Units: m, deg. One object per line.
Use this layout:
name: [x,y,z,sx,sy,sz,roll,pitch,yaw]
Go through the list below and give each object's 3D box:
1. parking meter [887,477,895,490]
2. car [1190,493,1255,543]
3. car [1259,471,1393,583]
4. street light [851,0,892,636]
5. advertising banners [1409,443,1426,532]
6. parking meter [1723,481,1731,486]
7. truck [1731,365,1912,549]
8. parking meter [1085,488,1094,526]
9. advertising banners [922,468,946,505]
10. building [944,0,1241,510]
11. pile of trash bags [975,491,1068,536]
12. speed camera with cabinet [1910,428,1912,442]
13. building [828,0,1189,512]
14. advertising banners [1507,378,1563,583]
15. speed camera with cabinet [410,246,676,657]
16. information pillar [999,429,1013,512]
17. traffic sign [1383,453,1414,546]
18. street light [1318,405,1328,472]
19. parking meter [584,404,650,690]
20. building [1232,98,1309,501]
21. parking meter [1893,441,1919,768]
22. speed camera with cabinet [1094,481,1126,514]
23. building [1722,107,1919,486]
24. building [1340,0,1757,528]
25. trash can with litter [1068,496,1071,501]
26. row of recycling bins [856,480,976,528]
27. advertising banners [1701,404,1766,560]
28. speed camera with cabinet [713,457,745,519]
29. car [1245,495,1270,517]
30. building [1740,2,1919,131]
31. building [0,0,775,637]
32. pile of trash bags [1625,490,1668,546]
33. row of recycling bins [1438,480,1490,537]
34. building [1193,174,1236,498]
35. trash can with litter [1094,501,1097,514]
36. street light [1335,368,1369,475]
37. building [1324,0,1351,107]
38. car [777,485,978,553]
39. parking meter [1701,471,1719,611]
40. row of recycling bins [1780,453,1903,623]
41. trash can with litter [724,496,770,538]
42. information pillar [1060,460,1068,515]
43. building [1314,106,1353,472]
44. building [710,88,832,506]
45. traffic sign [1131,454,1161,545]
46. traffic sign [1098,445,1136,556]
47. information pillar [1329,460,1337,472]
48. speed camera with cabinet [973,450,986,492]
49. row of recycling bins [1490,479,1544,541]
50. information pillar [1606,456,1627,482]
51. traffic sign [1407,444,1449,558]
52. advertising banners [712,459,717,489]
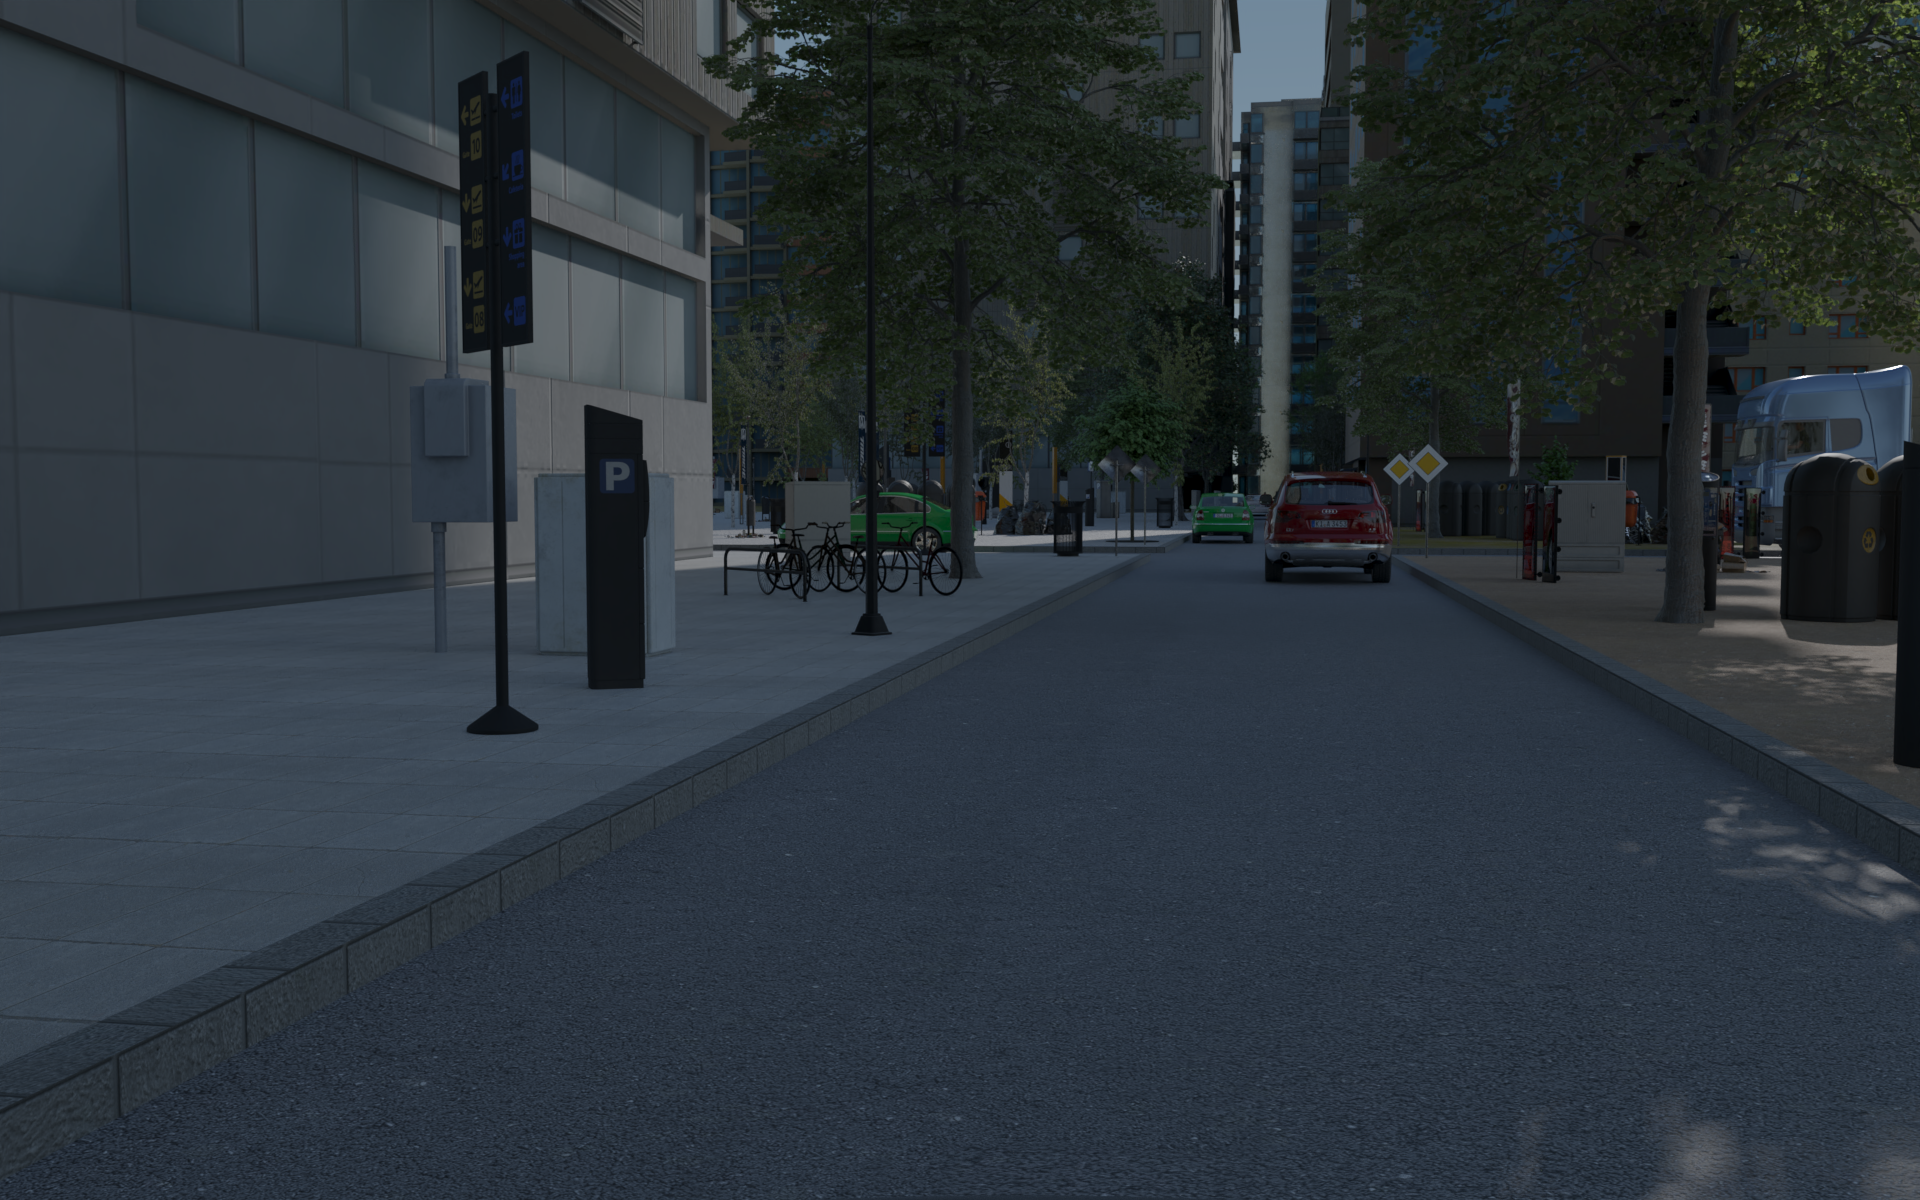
parking meter: [-2.458,-3.369,60.801,0.255,1.863,0.399,-2,4,-29]
car: [7.847,-2.627,51.746,1.959,1.807,4.718,1,4,8]
car: [6.266,-1.284,29.659,2.281,1.827,5.304,1,4,11]
street light: [-0.274,-2.630,15.535,1.470,5.913,1.316,1,4,10]
advertising banners: [15.689,-3.848,59.108,0.090,3.025,2.074,0,4,-6]
parking meter: [33.296,-4.244,75.108,0.399,1.863,0.255,-2,4,-33]
truck: [25.591,-2.848,36.318,18.799,4.110,2.967,1,4,9]
parking meter: [5.150,-3.694,68.814,0.372,1.533,0.369,0,3,0]
advertising banners: [-1.567,-7.375,116.768,2.074,3.025,0.090,-1,4,-8]
building: [14.808,-36.139,180.118,27.495,52.752,28.713,1,4,10]
pile of trash bags: [1.732,-2.736,54.485,3.447,1.369,1.912,-2,4,-32]
speed camera with cabinet: [29.033,-3.508,51.699,0.660,3.252,2.038,-1,4,-17]
building: [6.324,-33.269,133.188,28.713,52.752,27.495,1,4,10]
advertising banners: [8.507,-1.808,25.755,0.090,3.025,2.074,0,4,-3]
speed camera with cabinet: [-3.359,-1.200,13.964,2.038,3.252,0.660,1,4,12]
information pillar: [1.683,-4.375,62.887,0.504,3.616,0.183,0,4,1]
traffic sign: [10.745,-2.370,42.391,0.795,2.450,0.064,1,4,10]
street light: [19.190,-7.160,89.611,1.470,5.913,1.316,1,4,10]
parking meter: [-2.267,-0.352,11.467,0.399,1.863,0.255,-1,4,-18]
building: [47.796,-36.008,208.336,30.456,49.044,23.786,1,4,10]
parking meter: [4.630,0.016,8.157,0.372,1.533,0.369,0,3,0]
speed camera with cabinet: [9.827,-7.291,113.549,2.038,3.252,0.660,-1,4,-13]
building: [38.271,-15.549,99.267,27.650,21.520,28.899,1,4,10]
building: [23.459,-25.757,71.245,14.600,45.320,14.200,1,4,10]
trash can with litter: [7.060,-6.601,119.306,1.055,1.170,0.624,-2,4,-33]
row of recycling bins: [-1.289,-2.686,51.033,3.534,1.692,1.069,-1,4,-9]
advertising banners: [15.025,-2.307,33.900,2.074,3.025,0.090,-2,4,-26]
speed camera with cabinet: [-12.281,-5.922,91.161,2.038,3.252,0.660,2,4,30]
car: [16.918,-5.273,98.578,2.083,1.381,4.827,1,4,12]
building: [82.613,-33.685,170.356,30.456,49.044,23.786,1,4,10]
building: [-19.067,-26.656,25.060,27.495,52.752,28.713,1,4,10]
pile of trash bags: [17.617,-2.122,44.451,1.912,1.369,3.447,3,4,38]
row of recycling bins: [15.892,-2.828,53.345,3.534,1.692,1.069,-3,4,-37]
building: [17.154,-23.390,154.121,14.160,30.474,14.107,1,4,10]
trash can with litter: [8.260,-5.702,104.609,1.055,1.170,0.624,1,4,11]
street light: [14.374,-5.556,63.382,1.470,5.913,1.316,1,4,10]
building: [42.027,-32.040,147.563,21.300,48.544,21.600,1,4,10]
car: [-1.956,-1.957,40.788,4.718,1.807,1.959,1,4,10]
parking meter: [8.171,-0.656,19.139,0.372,1.533,0.369,0,3,0]
row of recycling bins: [10.185,-0.647,17.698,3.534,1.692,1.069,0,4,-2]
trash can with litter: [-6.370,-2.441,50.969,1.678,1.210,2.233,1,4,9]
information pillar: [6.465,-7.111,107.617,0.504,3.616,0.183,1,4,12]
building: [34.132,-22.002,131.432,14.160,30.474,14.107,1,4,10]
building: [-12.307,-32.669,188.754,28.867,44.769,22.147,1,4,10]
traffic sign: [4.653,-2.439,43.514,0.795,2.450,0.064,1,4,10]
traffic sign: [3.226,-1.958,35.657,0.795,2.450,0.064,1,4,10]
information pillar: [24.628,-7.525,114.383,0.504,3.616,0.183,1,4,21]
speed camera with cabinet: [0.422,-5.106,77.818,0.660,3.252,2.038,-2,4,-31]
row of recycling bins: [15.891,-2.558,48.944,1.069,1.692,3.534,1,4,8]
information pillar: [12.591,-1.761,33.286,0.304,2.012,0.304,2,4,35]
traffic sign: [9.317,-1.889,34.534,0.795,2.450,0.064,1,4,10]
advertising banners: [-13.081,-5.501,86.124,2.074,3.025,0.090,1,4,8]
